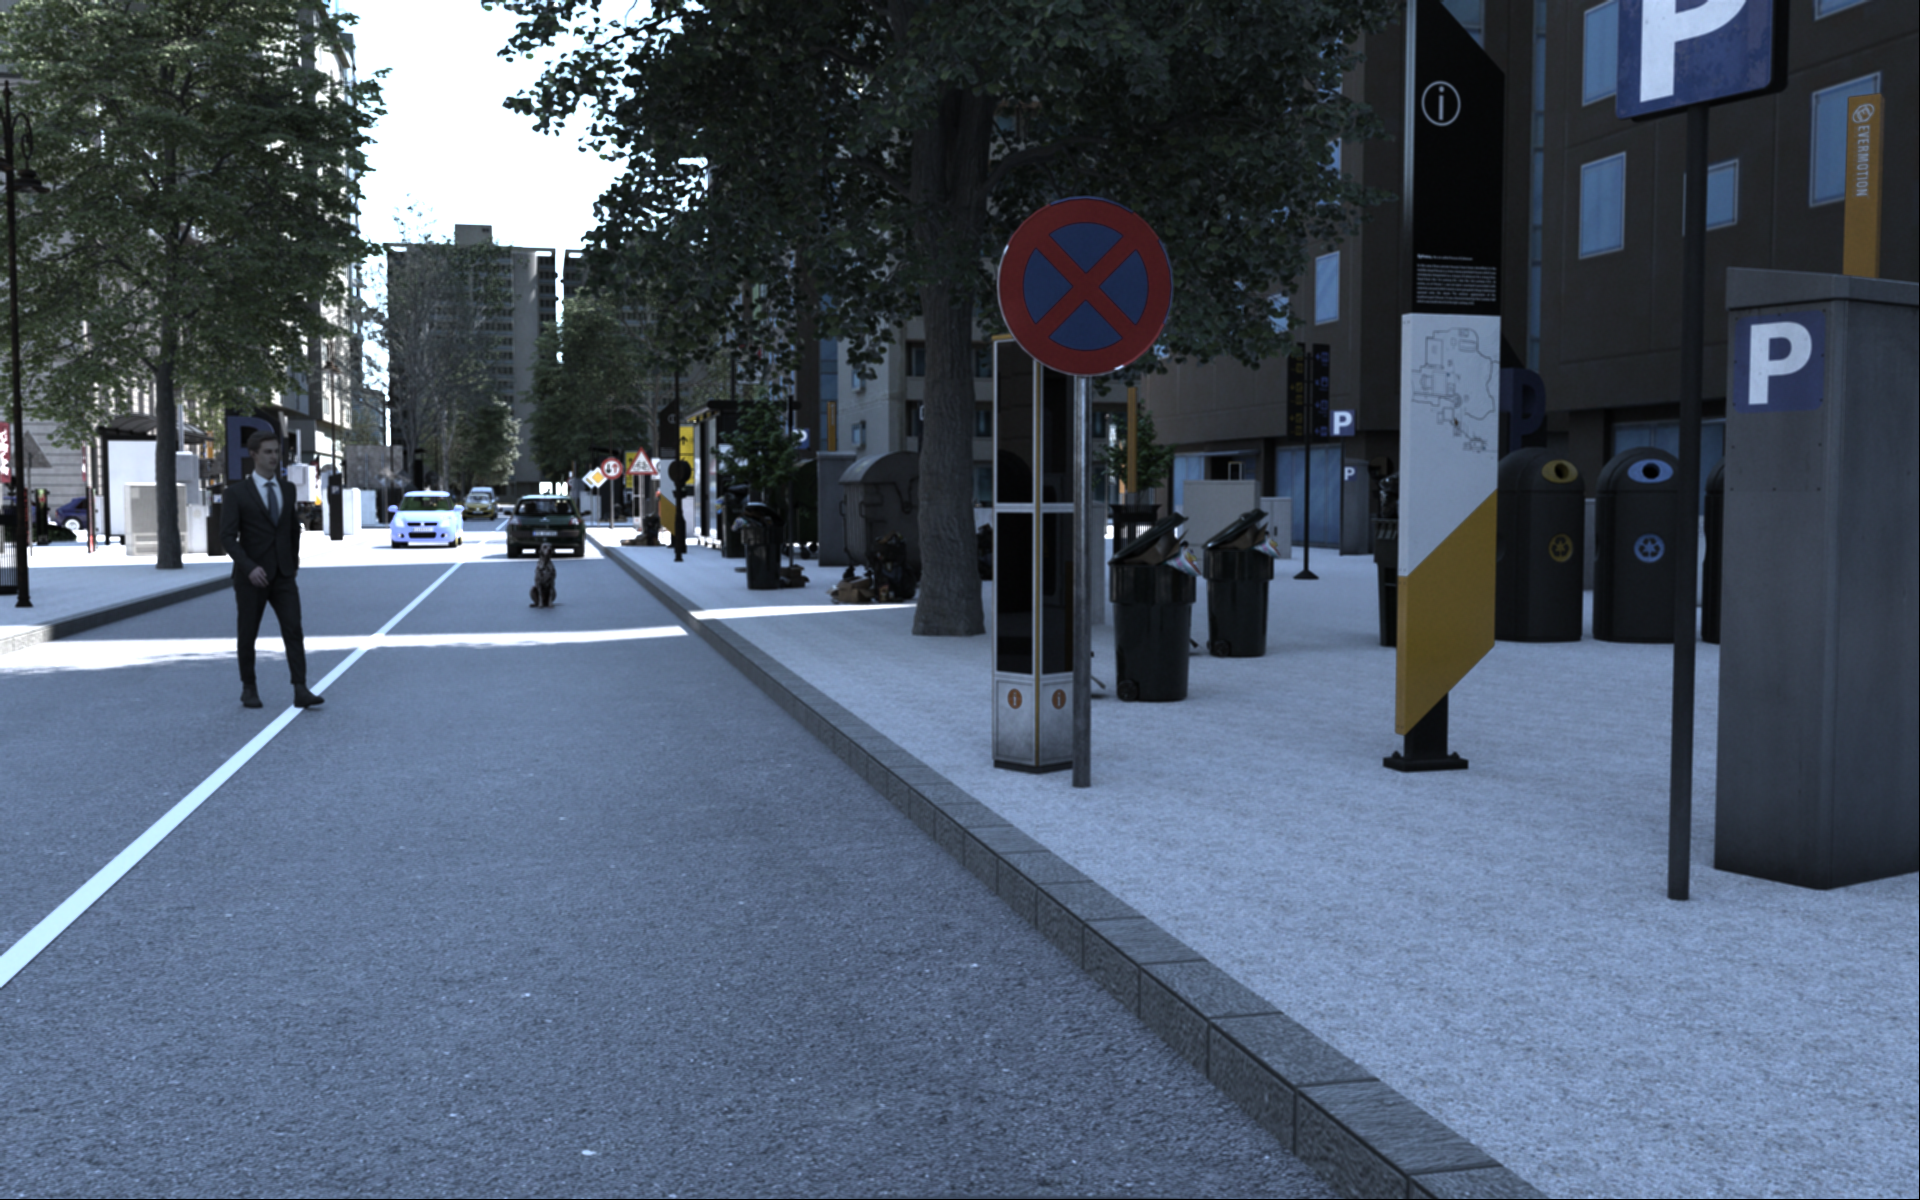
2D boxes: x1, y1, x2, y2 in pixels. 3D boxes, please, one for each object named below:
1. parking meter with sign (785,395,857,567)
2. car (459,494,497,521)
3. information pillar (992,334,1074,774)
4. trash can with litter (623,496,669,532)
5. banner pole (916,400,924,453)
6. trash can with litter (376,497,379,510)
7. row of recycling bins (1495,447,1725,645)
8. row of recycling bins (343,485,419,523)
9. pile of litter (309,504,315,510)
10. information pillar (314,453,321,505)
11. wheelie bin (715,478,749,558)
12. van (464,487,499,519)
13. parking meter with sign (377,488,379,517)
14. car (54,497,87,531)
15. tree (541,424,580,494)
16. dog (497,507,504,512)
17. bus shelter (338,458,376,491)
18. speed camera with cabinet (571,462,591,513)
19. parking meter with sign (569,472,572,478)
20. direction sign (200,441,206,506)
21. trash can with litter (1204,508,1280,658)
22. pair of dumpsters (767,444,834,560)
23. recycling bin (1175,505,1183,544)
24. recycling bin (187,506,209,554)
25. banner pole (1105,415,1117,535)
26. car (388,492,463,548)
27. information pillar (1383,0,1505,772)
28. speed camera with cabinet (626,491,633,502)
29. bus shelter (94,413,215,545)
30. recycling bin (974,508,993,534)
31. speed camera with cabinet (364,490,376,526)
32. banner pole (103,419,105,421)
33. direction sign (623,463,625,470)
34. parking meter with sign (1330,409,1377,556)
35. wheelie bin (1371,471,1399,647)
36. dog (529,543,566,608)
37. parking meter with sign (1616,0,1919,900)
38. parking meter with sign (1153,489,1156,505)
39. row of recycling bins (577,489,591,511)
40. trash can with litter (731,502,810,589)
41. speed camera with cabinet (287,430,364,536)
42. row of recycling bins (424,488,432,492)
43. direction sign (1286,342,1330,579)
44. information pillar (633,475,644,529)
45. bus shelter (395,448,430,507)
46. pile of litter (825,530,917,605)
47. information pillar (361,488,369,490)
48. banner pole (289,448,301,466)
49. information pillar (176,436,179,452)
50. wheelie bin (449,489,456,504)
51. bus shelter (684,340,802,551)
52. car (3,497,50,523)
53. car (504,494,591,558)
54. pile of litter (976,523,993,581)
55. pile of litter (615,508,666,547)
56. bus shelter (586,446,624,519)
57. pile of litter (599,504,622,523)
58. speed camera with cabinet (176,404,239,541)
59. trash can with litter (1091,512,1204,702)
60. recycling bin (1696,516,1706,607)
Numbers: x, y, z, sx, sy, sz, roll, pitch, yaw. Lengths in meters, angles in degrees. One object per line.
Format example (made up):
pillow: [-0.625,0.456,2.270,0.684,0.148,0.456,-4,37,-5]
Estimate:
parking meter with sign: [-2.172,-2.107,30.711,1.738,3.016,0.543,0,4,-7]
car: [-26.397,-5.176,94.853,2.015,1.641,3.980,-1,4,-15]
information pillar: [0.358,-0.218,8.058,0.304,2.012,0.304,-3,5,-43]
trash can with litter: [-10.080,-2.893,58.359,2.233,1.210,1.678,1,4,14]
banner pole: [-0.595,-3.100,40.708,0.863,3.779,0.401,0,4,0]
trash can with litter: [-34.797,-5.575,102.208,2.233,1.210,1.678,0,4,-6]
row of recycling bins: [6.368,-0.484,15.030,3.534,1.692,1.069,1,4,14]
row of recycling bins: [-25.569,-4.217,76.056,3.534,1.692,1.069,-1,4,-18]
pile of litter: [-29.845,-4.084,80.735,1.176,0.858,1.719,-2,4,-32]
information pillar: [-36.906,-6.614,99.497,0.183,3.616,0.504,1,4,12]
wheelie bin: [-4.427,-1.652,34.913,0.980,1.594,0.693,-1,4,-15]
van: [-28.203,-5.820,102.173,2.013,2.044,4.112,-1,4,-13]
parking meter with sign: [-32.917,-6.056,95.274,1.738,3.016,0.543,-1,4,-15]
car: [-30.444,-3.059,62.601,3.894,1.354,1.945,-1,4,-12]
tree: [-43.826,-16.198,190.591,9.928,11.665,9.643,0,3,0]
dog: [-37.277,-7.337,140.150,0.748,0.427,0.550,-2,4,-25]
bus shelter: [-31.725,-6.013,92.233,2.014,3.302,5.546,-1,4,-14]
speed camera with cabinet: [-21.710,-6.457,99.906,0.660,3.252,2.038,-3,4,-39]
parking meter with sign: [-29.475,-8.450,134.412,0.543,3.016,1.738,2,4,35]
direction sign: [-32.322,-5.016,74.003,0.379,3.537,0.876,-1,4,-12]
trash can with litter: [1.964,-0.141,13.696,1.055,1.170,0.624,0,4,1]
pair of dumpsters: [-3.108,-2.037,35.793,1.574,2.255,4.437,-1,4,-14]
recycling bin: [5.324,-1.666,39.800,0.722,1.027,0.722,0,4,5]
recycling bin: [-16.450,-1.517,37.351,0.722,1.027,0.722,3,5,39]
banner pole: [4.762,-3.970,54.934,0.401,3.779,0.863,2,4,34]
car: [-14.479,-2.293,47.075,1.945,1.707,3.694,-1,4,-13]
information pillar: [2.259,-1.020,8.026,0.504,3.616,0.183,-1,4,-16]
speed camera with cabinet: [-18.890,-6.542,101.291,0.660,3.252,2.038,-2,4,-32]
bus shelter: [-21.276,-3.179,45.896,2.014,3.302,5.546,-1,4,-14]
recycling bin: [0.438,-1.181,31.856,0.722,1.027,0.722,0,4,3]
speed camera with cabinet: [-24.479,-4.586,69.315,2.038,3.252,0.660,-3,5,-44]
banner pole: [-27.732,-4.081,56.749,0.863,3.779,0.401,-3,5,-44]
direction sign: [-24.960,-8.279,127.359,0.876,3.537,0.379,2,4,25]
parking meter with sign: [8.362,-2.465,36.564,0.543,3.016,1.738,2,4,33]
wheelie bin: [3.844,-0.398,14.422,0.693,1.594,0.980,-1,4,-14]
dog: [-5.217,-0.321,22.079,0.513,0.831,0.800,1,4,19]
parking meter with sign: [2.982,-0.586,5.834,1.738,3.016,0.543,-2,4,-32]
parking meter with sign: [6.967,-3.880,59.700,0.543,3.016,1.738,2,4,23]
row of recycling bins: [-22.857,-6.269,109.614,1.069,1.692,3.534,2,4,29]
trash can with litter: [-2.561,-0.746,23.580,0.624,1.170,1.055,2,4,33]
speed camera with cabinet: [-19.601,-3.611,53.374,2.038,3.252,0.660,0,4,1]
row of recycling bins: [-34.815,-6.333,110.661,1.069,1.692,3.534,-3,5,-44]
direction sign: [5.233,-2.085,26.084,0.876,3.537,0.379,-2,4,-35]
information pillar: [-11.678,-3.572,62.900,0.304,2.012,0.304,1,4,17]
bus shelter: [-28.791,-6.074,90.592,1.731,3.624,6.357,-1,4,-14]
pile of litter: [-1.103,-0.421,20.842,1.176,0.858,1.719,2,4,26]
information pillar: [-25.267,-4.228,73.615,0.304,2.012,0.304,-1,4,-22]
banner pole: [-35.846,-6.324,93.422,0.401,3.779,0.863,1,4,22]
information pillar: [-25.030,-3.896,55.060,0.183,3.616,0.504,2,4,29]
wheelie bin: [-34.703,-6.675,117.046,0.980,1.594,0.693,3,4,37]
bus shelter: [-5.587,-3.987,42.823,2.179,5.291,8.768,-1,4,-14]
car: [-35.001,-3.040,62.283,3.894,1.354,1.945,-1,4,-16]
car: [-9.606,-1.866,40.300,2.009,1.686,4.222,-1,4,-12]
pile of litter: [0.244,-0.738,26.030,1.719,0.858,1.176,-1,4,-20]
pile of litter: [-7.896,-1.778,43.033,1.176,0.858,1.719,-1,4,-10]
bus shelter: [-17.824,-5.855,87.006,1.731,3.624,6.357,-1,4,-14]
pile of litter: [-15.531,-3.929,78.198,1.719,0.858,1.176,1,4,9]
speed camera with cabinet: [-16.732,-2.713,38.697,2.038,3.252,0.660,-3,5,-43]
trash can with litter: [0.960,0.035,10.810,1.055,1.170,0.624,0,4,6]
recycling bin: [8.309,-0.457,20.033,0.722,1.027,0.722,1,4,10]
